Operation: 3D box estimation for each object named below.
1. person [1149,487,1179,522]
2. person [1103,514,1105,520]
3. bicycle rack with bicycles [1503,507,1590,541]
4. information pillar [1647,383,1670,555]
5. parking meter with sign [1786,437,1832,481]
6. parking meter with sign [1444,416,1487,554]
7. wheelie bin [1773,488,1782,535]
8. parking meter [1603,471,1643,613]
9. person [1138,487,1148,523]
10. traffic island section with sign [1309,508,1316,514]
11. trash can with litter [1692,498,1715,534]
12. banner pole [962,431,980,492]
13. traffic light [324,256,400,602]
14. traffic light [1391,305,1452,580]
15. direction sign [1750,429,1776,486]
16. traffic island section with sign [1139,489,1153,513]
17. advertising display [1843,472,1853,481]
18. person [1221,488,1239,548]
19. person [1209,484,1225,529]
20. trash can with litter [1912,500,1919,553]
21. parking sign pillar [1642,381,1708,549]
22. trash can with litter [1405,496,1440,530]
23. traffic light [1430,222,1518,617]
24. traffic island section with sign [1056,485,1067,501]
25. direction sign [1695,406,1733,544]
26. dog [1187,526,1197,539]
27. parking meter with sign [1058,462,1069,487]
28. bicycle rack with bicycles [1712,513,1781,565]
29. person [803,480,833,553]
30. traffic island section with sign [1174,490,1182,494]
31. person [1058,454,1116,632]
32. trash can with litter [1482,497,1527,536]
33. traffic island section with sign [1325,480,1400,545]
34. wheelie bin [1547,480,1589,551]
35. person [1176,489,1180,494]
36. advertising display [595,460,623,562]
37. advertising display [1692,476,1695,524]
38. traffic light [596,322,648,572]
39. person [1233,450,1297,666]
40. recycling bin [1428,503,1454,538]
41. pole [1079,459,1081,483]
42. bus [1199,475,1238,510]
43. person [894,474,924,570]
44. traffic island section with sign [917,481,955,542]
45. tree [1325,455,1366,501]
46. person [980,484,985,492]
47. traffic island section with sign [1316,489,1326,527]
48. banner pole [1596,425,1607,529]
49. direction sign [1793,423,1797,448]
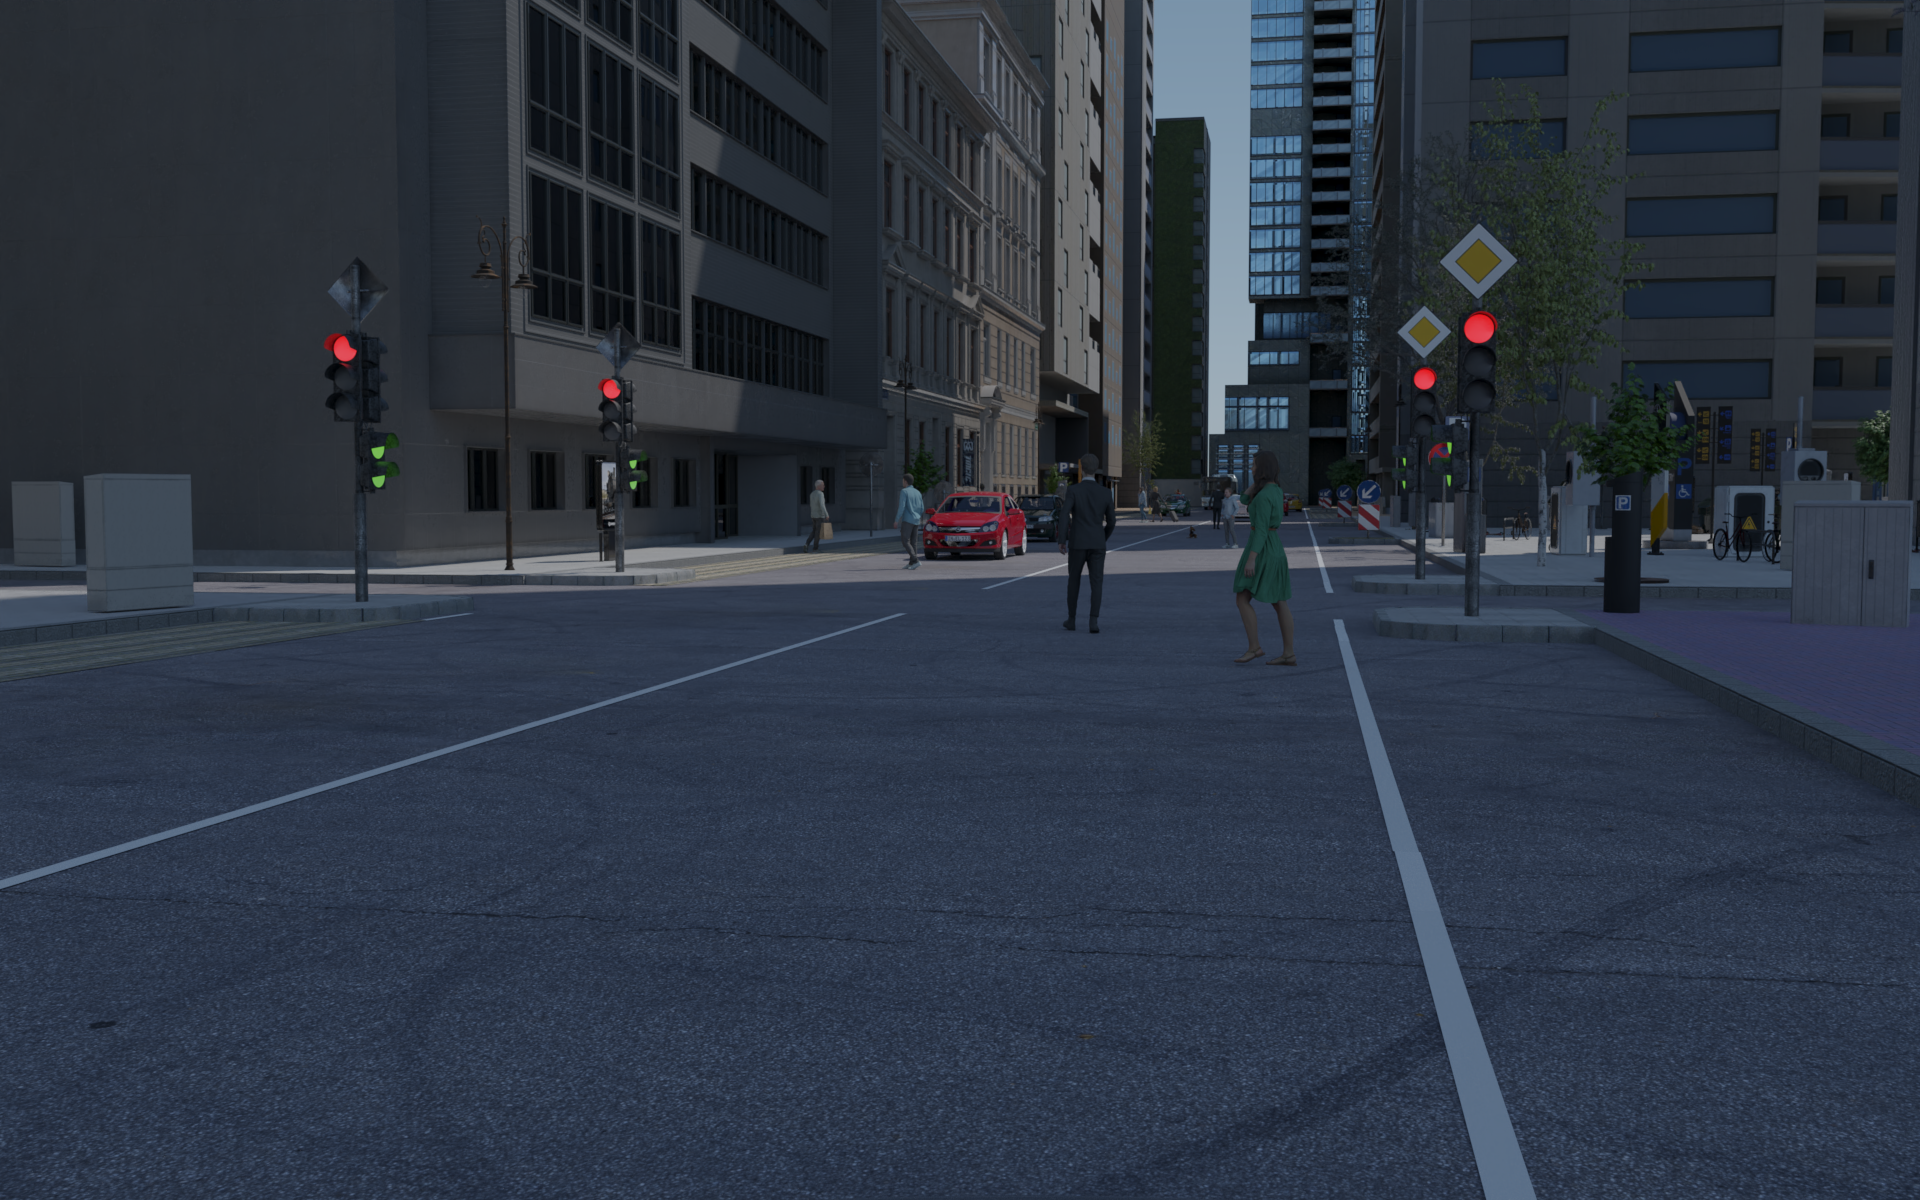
[{"bbox_3d":[10.308,-4.856,88.110,1.509,1.804,0.699,2,4,32],"label":"person"},{"bbox_3d":[7.725,-5.267,94.428,0.447,1.846,0.655,0,4,5],"label":"person"},{"bbox_3d":[16.274,-2.114,47.940,2.852,0.926,2.925,2,4,27],"label":"bicycle rack with bicycles"},{"bbox_3d":[14.642,-2.745,36.231,0.183,3.616,0.504,-1,4,-10],"label":"information pillar"},{"bbox_3d":[26.141,-3.456,52.774,1.738,3.016,0.543,0,4,8],"label":"parking meter with sign"},{"bbox_3d":[11.147,-2.555,38.041,0.543,3.016,1.738,0,4,-2],"label":"parking meter with sign"},{"bbox_3d":[25.956,-2.849,54.492,0.693,1.594,0.980,0,4,-1],"label":"wheelie bin"},{"bbox_3d":[7.183,-0.633,18.759,0.372,1.533,0.369,0,3,0],"label":"parking meter"},{"bbox_3d":[9.156,-4.767,86.704,0.793,1.790,0.793,-3,5,-41],"label":"person"},{"bbox_3d":[26.614,-7.188,126.146,1.989,1.847,2.006,1,4,11],"label":"traffic island section with sign"},{"bbox_3d":[23.800,-2.691,55.383,1.055,1.170,0.624,-2,4,-33],"label":"trash can with litter"},{"bbox_3d":[0.489,-4.818,68.796,0.863,3.779,0.401,0,4,-3],"label":"banner pole"},{"bbox_3d":[-7.114,-1.933,20.526,0.839,4.253,0.868,1,4,11],"label":"traffic light"},{"bbox_3d":[6.902,-2.264,25.936,0.839,4.253,0.868,1,4,11],"label":"traffic light"},{"bbox_3d":[27.730,-4.151,59.874,0.876,3.537,0.379,0,4,-1],"label":"direction sign"},{"bbox_3d":[14.325,-7.319,128.300,1.989,1.847,2.006,1,4,11],"label":"traffic island section with sign"},{"bbox_3d":[25.821,-2.765,50.419,0.123,1.923,0.974,1,4,20],"label":"advertising display"},{"bbox_3d":[7.117,-2.176,45.883,0.330,1.601,0.589,-2,4,-32],"label":"person"},{"bbox_3d":[10.472,-3.809,70.554,0.659,1.850,0.755,1,4,11],"label":"person"},{"bbox_3d":[20.999,-1.654,38.099,1.678,1.210,2.233,-2,4,-28],"label":"trash can with litter"},{"bbox_3d":[16.893,-3.201,40.810,1.447,3.967,1.447,0,4,8],"label":"parking sign pillar"},{"bbox_3d":[16.894,-3.159,62.711,2.233,1.210,1.678,-2,4,-26],"label":"trash can with litter"},{"bbox_3d":[5.363,-1.785,18.101,0.839,4.253,0.868,1,4,11],"label":"traffic light"},{"bbox_3d":[4.694,-4.319,79.237,1.989,1.847,2.006,1,4,11],"label":"traffic island section with sign"},{"bbox_3d":[19.481,-3.230,44.804,0.876,3.537,0.379,2,4,35],"label":"direction sign"},{"bbox_3d":[7.468,-2.201,56.173,0.550,0.427,0.748,3,4,37],"label":"dog"},{"bbox_3d":[5.551,-5.998,94.335,0.543,3.016,1.738,1,4,10],"label":"parking meter with sign"},{"bbox_3d":[15.615,-1.150,32.177,2.852,0.926,2.925,0,4,6],"label":"bicycle rack with bicycles"},{"bbox_3d":[-3.403,-1.992,41.561,0.515,1.767,0.782,-2,4,-35],"label":"person"},{"bbox_3d":[19.523,-8.937,154.751,1.989,1.847,2.006,1,4,11],"label":"traffic island section with sign"},{"bbox_3d":[1.288,-0.597,18.032,0.659,1.850,0.755,0,4,-8],"label":"person"},{"bbox_3d":[16.549,-2.620,53.897,2.233,1.210,1.678,0,4,6],"label":"trash can with litter"},{"bbox_3d":[11.702,-2.541,50.179,1.989,1.847,2.006,1,4,11],"label":"traffic island section with sign"},{"bbox_3d":[13.289,-1.835,37.908,0.693,1.594,0.980,2,4,34],"label":"wheelie bin"},{"bbox_3d":[18.235,-8.356,145.051,1.348,1.831,0.705,3,4,38],"label":"person"},{"bbox_3d":[-6.710,-1.711,33.190,0.123,1.923,0.974,1,4,13],"label":"advertising display"},{"bbox_3d":[26.332,-3.519,62.747,0.123,1.923,0.974,0,4,-3],"label":"advertising display"},{"bbox_3d":[-5.575,-2.412,28.362,0.839,4.253,0.868,1,4,11],"label":"traffic light"},{"bbox_3d":[2.549,-0.347,14.424,0.529,1.795,0.600,1,4,14],"label":"person"},{"bbox_3d":[14.259,-2.353,51.020,0.722,1.027,0.722,0,4,-2],"label":"recycling bin"},{"bbox_3d":[7.025,-6.583,101.477,0.158,3.312,0.155,0,3,0],"label":"pole"},{"bbox_3d":[23.708,-9.975,157.958,2.948,3.499,13.247,1,4,12],"label":"bus"},{"bbox_3d":[-0.926,-1.499,33.020,0.620,1.820,0.660,2,4,35],"label":"person"},{"bbox_3d":[-0.531,-2.688,52.582,1.989,1.847,2.006,1,4,11],"label":"traffic island section with sign"},{"bbox_3d":[32.579,-9.957,146.507,4.285,4.588,4.351,0,3,0],"label":"tree"},{"bbox_3d":[0.759,-2.982,57.590,0.374,1.781,0.599,2,4,33],"label":"person"},{"bbox_3d":[16.883,-4.159,76.633,1.989,1.847,2.006,1,4,11],"label":"traffic island section with sign"},{"bbox_3d":[23.271,-4.470,63.102,0.863,3.779,0.401,-2,4,-33],"label":"banner pole"},{"bbox_3d":[26.821,-3.889,55.575,0.379,3.537,0.876,3,4,39],"label":"direction sign"}]
